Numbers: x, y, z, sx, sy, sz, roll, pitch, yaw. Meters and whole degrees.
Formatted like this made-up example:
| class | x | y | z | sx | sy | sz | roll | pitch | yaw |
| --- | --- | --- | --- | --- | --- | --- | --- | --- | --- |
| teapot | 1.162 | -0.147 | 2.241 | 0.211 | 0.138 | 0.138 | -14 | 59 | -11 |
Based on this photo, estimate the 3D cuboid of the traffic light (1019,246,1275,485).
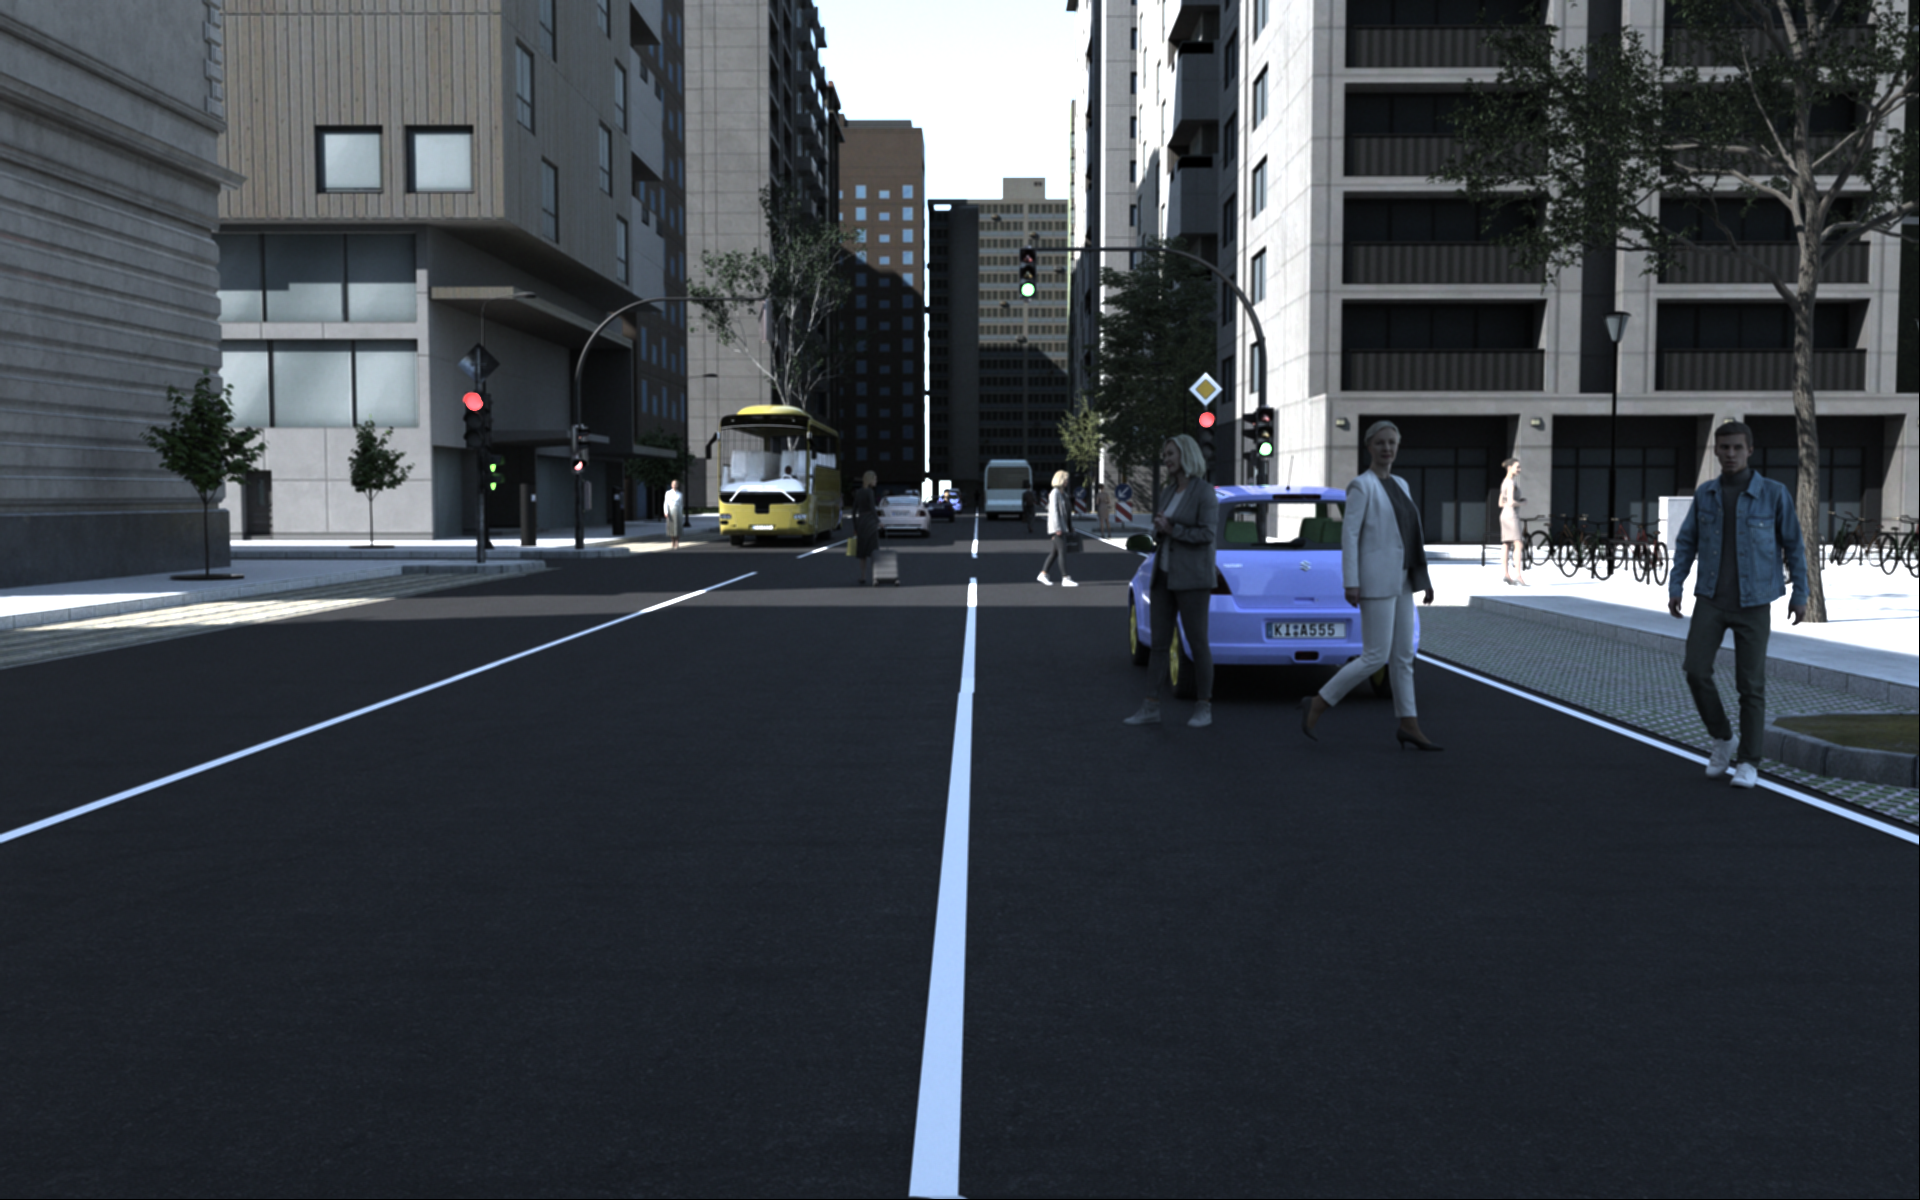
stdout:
| class | x | y | z | sx | sy | sz | roll | pitch | yaw |
| --- | --- | --- | --- | --- | --- | --- | --- | --- | --- |
| traffic light | 3.459 | -3.501 | 31.910 | 4.771 | 5.953 | 1.251 | 0 | 4 | 1 |

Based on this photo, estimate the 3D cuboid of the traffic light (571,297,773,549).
| class | x | y | z | sx | sy | sz | roll | pitch | yaw |
| --- | --- | --- | --- | --- | --- | --- | --- | --- | --- |
| traffic light | -6.732 | -4.006 | 40.163 | 4.771 | 5.953 | 1.251 | 0 | 4 | 1 |

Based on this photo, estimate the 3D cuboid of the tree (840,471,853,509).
| class | x | y | z | sx | sy | sz | roll | pitch | yaw |
| --- | --- | --- | --- | --- | --- | --- | --- | --- | --- |
| tree | -9.734 | -9.292 | 146.526 | 1.663 | 3.219 | 1.824 | 0 | 3 | 0 |

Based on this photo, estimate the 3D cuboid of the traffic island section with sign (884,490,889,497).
| class | x | y | z | sx | sy | sz | roll | pitch | yaw |
| --- | --- | --- | --- | --- | --- | --- | --- | --- | --- |
| traffic island section with sign | -7.166 | -9.842 | 169.539 | 1.989 | 1.847 | 2.006 | 0 | 4 | 1 |

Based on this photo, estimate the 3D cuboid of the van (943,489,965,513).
| class | x | y | z | sx | sy | sz | roll | pitch | yaw |
| --- | --- | --- | --- | --- | --- | --- | --- | --- | --- |
| van | -0.641 | -7.835 | 135.106 | 2.013 | 2.044 | 4.112 | 0 | 4 | 0 |

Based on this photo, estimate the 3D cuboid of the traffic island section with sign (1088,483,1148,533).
| class | x | y | z | sx | sy | sz | roll | pitch | yaw |
| --- | --- | --- | --- | --- | --- | --- | --- | --- | --- |
| traffic island section with sign | 5.940 | -3.431 | 64.724 | 1.989 | 1.847 | 2.006 | 0 | 4 | 1 |

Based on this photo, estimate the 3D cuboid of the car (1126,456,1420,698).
| class | x | y | z | sx | sy | sz | roll | pitch | yaw |
| --- | --- | --- | --- | --- | --- | --- | --- | --- | --- |
| car | 2.299 | -0.237 | 13.460 | 1.945 | 1.707 | 3.694 | 0 | 4 | -1 |

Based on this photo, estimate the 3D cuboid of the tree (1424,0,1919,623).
| class | x | y | z | sx | sy | sz | roll | pitch | yaw |
| --- | --- | --- | --- | --- | --- | --- | --- | --- | --- |
| tree | 8.198 | -5.059 | 17.124 | 7.601 | 10.594 | 8.767 | 1 | 4 | 17 |

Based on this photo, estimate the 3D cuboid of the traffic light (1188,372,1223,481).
| class | x | y | z | sx | sy | sz | roll | pitch | yaw |
| --- | --- | --- | --- | --- | --- | --- | --- | --- | --- |
| traffic light | 5.636 | -3.125 | 40.014 | 0.839 | 4.253 | 0.868 | 0 | 4 | 1 |

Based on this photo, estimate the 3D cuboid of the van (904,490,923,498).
| class | x | y | z | sx | sy | sz | roll | pitch | yaw |
| --- | --- | --- | --- | --- | --- | --- | --- | --- | --- |
| van | -4.471 | -9.415 | 160.940 | 2.013 | 2.044 | 4.112 | 0 | 4 | -1 |

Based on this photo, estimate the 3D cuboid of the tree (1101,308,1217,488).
| class | x | y | z | sx | sy | sz | roll | pitch | yaw |
| --- | --- | --- | --- | --- | --- | --- | --- | --- | --- |
| tree | 8.595 | -7.197 | 68.035 | 4.737 | 8.622 | 4.395 | 0 | 3 | 0 |

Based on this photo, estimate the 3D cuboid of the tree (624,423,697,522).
| class | x | y | z | sx | sy | sz | roll | pitch | yaw |
| --- | --- | --- | --- | --- | --- | --- | --- | --- | --- |
| tree | -13.780 | -5.860 | 79.527 | 4.285 | 4.588 | 4.351 | 0 | 3 | 0 |

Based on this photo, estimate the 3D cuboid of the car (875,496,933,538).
| class | x | y | z | sx | sy | sz | roll | pitch | yaw |
| --- | --- | --- | --- | --- | --- | --- | --- | --- | --- |
| car | -1.941 | -2.817 | 58.422 | 2.083 | 1.381 | 4.827 | 0 | 4 | 0 |

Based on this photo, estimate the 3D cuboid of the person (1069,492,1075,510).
| class | x | y | z | sx | sy | sz | roll | pitch | yaw |
| --- | --- | --- | --- | --- | --- | --- | --- | --- | --- |
| person | 8.946 | -7.916 | 138.663 | 0.628 | 1.438 | 0.799 | -1 | 4 | -18 |

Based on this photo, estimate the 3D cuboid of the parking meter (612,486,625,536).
| class | x | y | z | sx | sy | sz | roll | pitch | yaw |
| --- | --- | --- | --- | --- | --- | --- | --- | --- | --- |
| parking meter | -10.601 | -2.772 | 53.739 | 0.372 | 1.533 | 0.369 | 0 | 3 | 0 |

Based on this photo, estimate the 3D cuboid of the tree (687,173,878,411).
| class | x | y | z | sx | sy | sz | roll | pitch | yaw |
| --- | --- | --- | --- | --- | --- | --- | --- | --- | --- |
| tree | -11.228 | -15.255 | 105.308 | 12.611 | 20.169 | 13.585 | 0 | 3 | 0 |

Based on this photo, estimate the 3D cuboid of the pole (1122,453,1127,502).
| class | x | y | z | sx | sy | sz | roll | pitch | yaw |
| --- | --- | --- | --- | --- | --- | --- | --- | --- | --- |
| pole | 7.843 | -5.435 | 82.700 | 0.158 | 3.312 | 0.155 | 0 | 3 | 0 |

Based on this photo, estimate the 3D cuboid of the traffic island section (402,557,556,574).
| class | x | y | z | sx | sy | sz | roll | pitch | yaw |
| --- | --- | --- | --- | --- | --- | --- | --- | --- | --- |
| traffic island section | -8.949 | -0.613 | 32.301 | 2.009 | 0.180 | 2.903 | 0 | 4 | 1 |

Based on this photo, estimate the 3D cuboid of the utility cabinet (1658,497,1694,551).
| class | x | y | z | sx | sy | sz | roll | pitch | yaw |
| --- | --- | --- | --- | --- | --- | --- | --- | --- | --- |
| utility cabinet | 16.347 | -1.717 | 39.230 | 1.020 | 1.237 | 0.306 | -1 | 4 | -17 |

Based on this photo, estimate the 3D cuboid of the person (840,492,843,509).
| class | x | y | z | sx | sy | sz | roll | pitch | yaw |
| --- | --- | --- | --- | --- | --- | --- | --- | --- | --- |
| person | -10.289 | -8.750 | 149.771 | 0.621 | 1.740 | 0.551 | -1 | 4 | -10 |

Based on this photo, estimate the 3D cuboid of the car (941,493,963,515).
| class | x | y | z | sx | sy | sz | roll | pitch | yaw |
| --- | --- | --- | --- | --- | --- | --- | --- | --- | --- |
| car | -0.755 | -6.883 | 122.134 | 1.945 | 1.707 | 3.694 | 0 | 4 | -1 |

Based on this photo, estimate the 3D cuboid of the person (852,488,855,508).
| class | x | y | z | sx | sy | sz | roll | pitch | yaw |
| --- | --- | --- | --- | --- | --- | --- | --- | --- | --- |
| person | -9.926 | -9.519 | 161.681 | 0.705 | 1.823 | 1.348 | 0 | 4 | -1 |

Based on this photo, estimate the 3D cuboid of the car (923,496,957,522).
| class | x | y | z | sx | sy | sz | roll | pitch | yaw |
| --- | --- | --- | --- | --- | --- | --- | --- | --- | --- |
| car | -1.151 | -4.708 | 89.561 | 1.945 | 1.354 | 3.894 | 0 | 4 | 0 |

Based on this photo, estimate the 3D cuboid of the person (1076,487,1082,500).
| class | x | y | z | sx | sy | sz | roll | pitch | yaw |
| --- | --- | --- | --- | --- | --- | --- | --- | --- | --- |
| person | 8.387 | -7.085 | 122.332 | 0.683 | 1.767 | 0.568 | 2 | 4 | 25 |

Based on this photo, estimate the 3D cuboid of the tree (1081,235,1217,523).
| class | x | y | z | sx | sy | sz | roll | pitch | yaw |
| --- | --- | --- | --- | --- | --- | --- | --- | --- | --- |
| tree | 8.873 | -9.648 | 75.871 | 7.486 | 12.596 | 7.792 | 0 | 3 | 0 |

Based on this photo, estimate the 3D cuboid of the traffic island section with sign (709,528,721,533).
| class | x | y | z | sx | sy | sz | roll | pitch | yaw |
| --- | --- | --- | --- | --- | --- | --- | --- | --- | --- |
| traffic island section with sign | -8.279 | -3.441 | 64.884 | 1.989 | 1.847 | 2.006 | 0 | 4 | 1 |

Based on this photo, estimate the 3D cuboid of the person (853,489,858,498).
| class | x | y | z | sx | sy | sz | roll | pitch | yaw |
| --- | --- | --- | --- | --- | --- | --- | --- | --- | --- |
| person | -9.590 | -9.340 | 159.485 | 0.721 | 1.736 | 1.217 | 1 | 4 | 13 |

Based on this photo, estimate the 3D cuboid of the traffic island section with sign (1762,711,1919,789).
| class | x | y | z | sx | sy | sz | roll | pitch | yaw |
| --- | --- | --- | --- | --- | --- | --- | --- | --- | --- |
| traffic island section with sign | 5.353 | -0.031 | 9.137 | 1.989 | 1.847 | 2.006 | 0 | 4 | 1 |

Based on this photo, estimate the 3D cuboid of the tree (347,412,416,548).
| class | x | y | z | sx | sy | sz | roll | pitch | yaw |
| --- | --- | --- | --- | --- | --- | --- | --- | --- | --- |
| tree | -14.054 | -2.848 | 41.174 | 1.663 | 3.219 | 1.824 | 0 | 3 | 0 |

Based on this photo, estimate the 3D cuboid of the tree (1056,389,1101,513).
| class | x | y | z | sx | sy | sz | roll | pitch | yaw |
| --- | --- | --- | --- | --- | --- | --- | --- | --- | --- |
| tree | 8.867 | -10.237 | 117.734 | 4.737 | 8.622 | 4.395 | 0 | 3 | 0 |

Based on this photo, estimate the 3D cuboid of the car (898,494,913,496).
| class | x | y | z | sx | sy | sz | roll | pitch | yaw |
| --- | --- | --- | --- | --- | --- | --- | --- | --- | --- |
| car | -4.520 | -8.045 | 143.330 | 2.131 | 1.459 | 4.920 | 0 | 4 | 1 |

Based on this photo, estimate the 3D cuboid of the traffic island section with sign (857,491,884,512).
| class | x | y | z | sx | sy | sz | roll | pitch | yaw |
| --- | --- | --- | --- | --- | --- | --- | --- | --- | --- |
| traffic island section with sign | -7.459 | -8.172 | 142.244 | 1.989 | 1.847 | 2.006 | 0 | 4 | 1 |

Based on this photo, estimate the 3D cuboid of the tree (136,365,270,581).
| class | x | y | z | sx | sy | sz | roll | pitch | yaw |
| --- | --- | --- | --- | --- | --- | --- | --- | --- | --- |
| tree | -11.250 | -1.928 | 26.127 | 1.663 | 3.219 | 1.824 | 0 | 3 | 0 |

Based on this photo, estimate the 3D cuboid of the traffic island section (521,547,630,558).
| class | x | y | z | sx | sy | sz | roll | pitch | yaw |
| --- | --- | --- | --- | --- | --- | --- | --- | --- | --- |
| traffic island section | -8.864 | -1.101 | 40.285 | 2.009 | 0.180 | 2.903 | 0 | 4 | 1 |

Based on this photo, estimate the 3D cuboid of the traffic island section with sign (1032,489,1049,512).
| class | x | y | z | sx | sy | sz | roll | pitch | yaw |
| --- | --- | --- | --- | --- | --- | --- | --- | --- | --- |
| traffic island section with sign | 6.766 | -8.170 | 142.213 | 1.989 | 1.847 | 2.006 | 0 | 4 | 1 |

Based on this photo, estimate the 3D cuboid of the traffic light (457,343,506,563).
| class | x | y | z | sx | sy | sz | roll | pitch | yaw |
| --- | --- | --- | --- | --- | --- | --- | --- | --- | --- |
| traffic light | -8.909 | -2.645 | 32.166 | 0.839 | 4.253 | 0.868 | 0 | 4 | 1 |

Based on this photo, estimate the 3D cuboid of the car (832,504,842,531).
| class | x | y | z | sx | sy | sz | roll | pitch | yaw |
| --- | --- | --- | --- | --- | --- | --- | --- | --- | --- |
| car | -5.669 | -3.620 | 68.782 | 1.945 | 1.707 | 3.694 | 0 | 4 | 2 |

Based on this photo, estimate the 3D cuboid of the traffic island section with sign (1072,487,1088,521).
| class | x | y | z | sx | sy | sz | roll | pitch | yaw |
| --- | --- | --- | --- | --- | --- | --- | --- | --- | --- |
| traffic island section with sign | 6.240 | -5.105 | 92.097 | 1.989 | 1.847 | 2.006 | 0 | 4 | 1 |

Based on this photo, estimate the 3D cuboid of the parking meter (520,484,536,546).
| class | x | y | z | sx | sy | sz | roll | pitch | yaw |
| --- | --- | --- | --- | --- | --- | --- | --- | --- | --- |
| parking meter | -10.631 | -2.094 | 42.641 | 0.372 | 1.533 | 0.369 | 0 | 3 | 0 |
